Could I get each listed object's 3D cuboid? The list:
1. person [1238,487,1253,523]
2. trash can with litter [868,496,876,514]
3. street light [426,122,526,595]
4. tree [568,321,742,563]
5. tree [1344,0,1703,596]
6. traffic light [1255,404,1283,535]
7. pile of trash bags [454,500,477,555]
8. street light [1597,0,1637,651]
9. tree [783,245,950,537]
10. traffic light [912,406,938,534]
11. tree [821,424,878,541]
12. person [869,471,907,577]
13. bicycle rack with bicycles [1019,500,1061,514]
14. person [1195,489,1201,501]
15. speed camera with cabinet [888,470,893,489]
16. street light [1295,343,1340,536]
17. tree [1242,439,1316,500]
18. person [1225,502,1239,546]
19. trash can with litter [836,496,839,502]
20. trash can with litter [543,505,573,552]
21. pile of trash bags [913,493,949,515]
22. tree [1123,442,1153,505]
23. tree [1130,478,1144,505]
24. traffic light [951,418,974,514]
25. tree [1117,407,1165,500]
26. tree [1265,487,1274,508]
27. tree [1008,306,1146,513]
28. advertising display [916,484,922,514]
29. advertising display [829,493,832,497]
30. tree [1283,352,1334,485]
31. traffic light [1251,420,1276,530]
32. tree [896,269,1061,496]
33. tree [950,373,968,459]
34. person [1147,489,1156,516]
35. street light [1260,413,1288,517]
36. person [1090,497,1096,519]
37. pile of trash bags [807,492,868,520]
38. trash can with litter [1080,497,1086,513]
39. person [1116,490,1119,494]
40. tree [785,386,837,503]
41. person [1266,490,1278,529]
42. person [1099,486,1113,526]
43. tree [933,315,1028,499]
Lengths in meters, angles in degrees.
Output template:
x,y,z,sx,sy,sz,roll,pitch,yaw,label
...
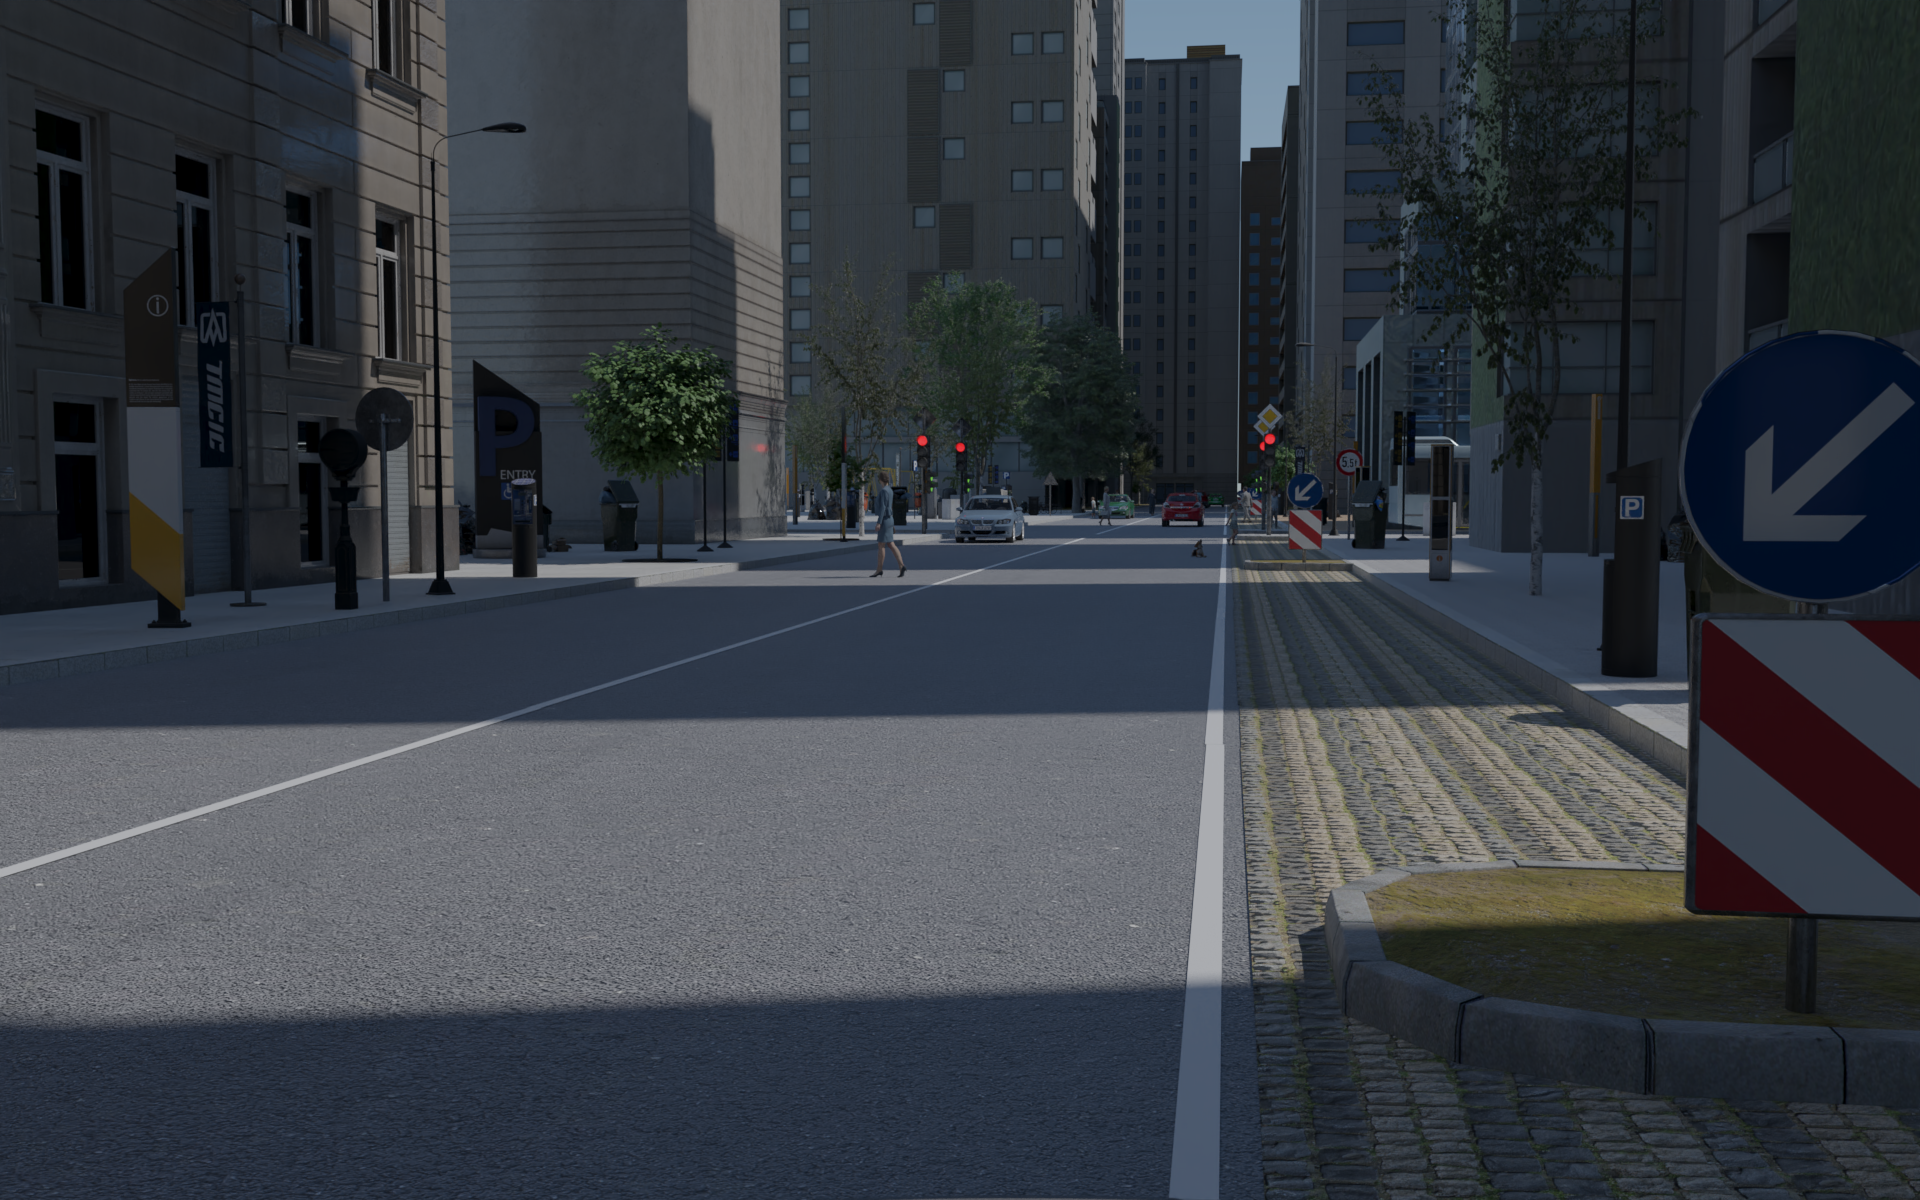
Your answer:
x,y,z,sx,sy,sz,roll,pitch,yaw,label
14.001,-4.649,84.791,0.678,1.792,0.850,-3,5,-40,person
-5.448,-6.241,113.429,0.624,1.170,1.055,3,5,45,trash can with litter
-6.105,-3.017,21.868,1.470,5.913,1.316,1,4,9,street light
-5.781,-3.006,32.862,4.285,4.588,4.351,0,3,0,tree
7.060,-4.365,21.729,4.360,8.622,3.978,0,3,0,tree
9.600,-3.971,53.853,0.839,4.253,0.868,1,4,9,traffic light
-11.881,-1.677,37.168,3.447,1.369,1.912,1,4,23,pile of trash bags
4.869,-2.543,14.113,1.470,5.913,1.316,1,4,9,street light
-2.734,-6.224,52.118,4.360,8.622,3.978,0,3,0,tree
-1.137,-4.071,55.486,0.839,4.253,0.868,1,4,9,traffic light
-3.327,-3.253,47.782,1.663,3.219,1.824,0,3,0,tree
-1.246,-1.298,29.738,0.654,1.822,0.581,2,4,30,person
5.127,-6.008,111.610,2.925,0.926,2.852,-1,4,-22,bicycle rack with bicycles
18.127,-7.541,131.813,0.660,1.820,0.620,3,4,38,person
-5.028,-8.861,139.205,0.660,3.252,2.038,-3,5,-44,speed camera with cabinet
10.982,-4.936,53.240,1.470,5.913,1.316,1,4,9,street light
19.717,-7.378,104.344,4.285,4.588,4.351,0,3,0,tree
7.588,-2.125,48.259,0.382,1.210,0.505,1,4,14,person
-8.536,-7.056,126.424,2.233,1.210,1.678,2,4,25,trash can with litter
-9.162,-1.648,38.335,0.624,1.170,1.055,3,5,41,trash can with litter
-1.786,-5.922,106.571,1.912,1.369,3.447,2,4,33,pile of trash bags
21.613,-15.797,208.647,4.737,8.622,4.395,0,3,0,tree
20.692,-12.743,202.943,1.663,3.219,1.824,0,3,0,tree
0.080,-4.554,63.379,0.839,4.253,0.868,1,4,9,traffic light
18.595,-15.348,185.355,7.601,10.594,8.767,-2,4,-25,tree
29.244,-10.378,164.286,1.663,3.219,1.824,0,3,0,tree
7.748,-12.818,116.236,9.857,13.997,8.962,0,3,0,tree
-2.517,-6.688,114.558,0.123,1.923,0.974,3,5,45,advertising display
-9.232,-7.216,123.190,0.123,1.923,0.974,-1,4,-8,advertising display
18.735,-8.595,90.896,4.360,8.622,3.978,0,3,0,tree
10.817,-4.454,61.745,0.839,4.253,0.868,1,4,9,traffic light
0.887,-9.411,79.621,9.928,11.665,9.643,0,3,0,tree
-1.672,-9.033,98.051,4.360,8.622,3.978,0,3,0,tree
12.642,-6.434,114.125,0.576,1.772,0.534,-1,4,-18,person
17.580,-7.568,96.284,1.470,5.913,1.316,1,4,9,street light
7.763,-5.370,100.980,0.332,1.250,0.352,-2,4,-27,person
-5.866,-4.675,86.184,1.912,1.369,3.447,3,5,41,pile of trash bags
8.144,-6.529,118.138,0.624,1.170,1.055,2,4,29,trash can with litter
12.457,-7.802,136.402,0.599,1.781,0.374,0,4,8,person
-9.790,-10.126,115.914,4.737,8.622,4.395,0,3,0,tree
12.297,-3.528,67.990,0.589,1.601,0.330,-1,4,-22,person
6.584,-4.246,78.279,0.624,1.780,0.694,1,4,19,person
0.845,-7.430,71.844,4.737,8.622,4.395,0,3,0,tree
